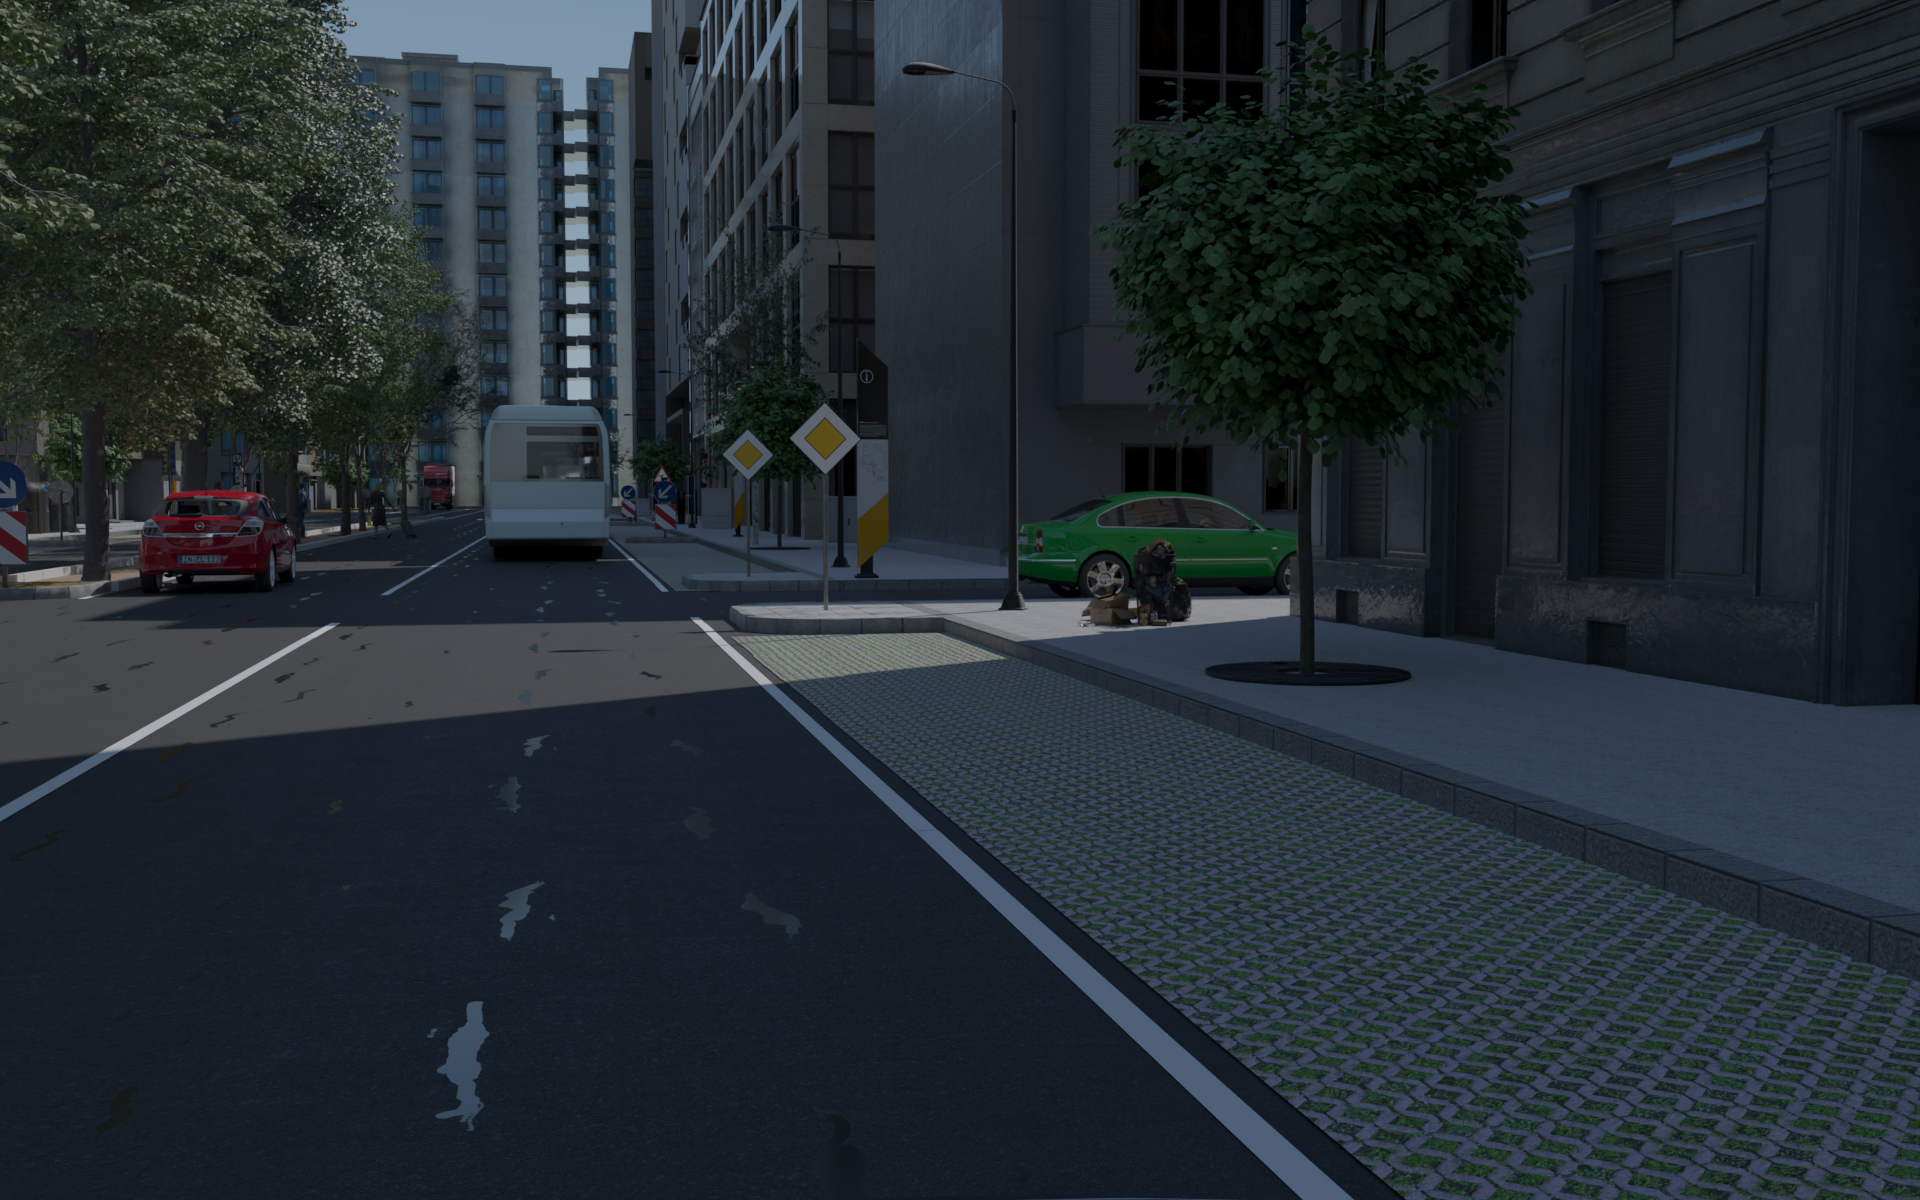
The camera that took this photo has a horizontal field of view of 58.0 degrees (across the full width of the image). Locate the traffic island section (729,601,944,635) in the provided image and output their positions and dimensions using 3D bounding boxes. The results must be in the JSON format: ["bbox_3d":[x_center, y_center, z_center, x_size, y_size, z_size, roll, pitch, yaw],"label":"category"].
[{"bbox_3d":[-1.461,0.193,19.129,2.009,0.180,2.903,-1,4,-13],"label":"traffic island section"}]

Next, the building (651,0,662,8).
[{"bbox_3d":[-17.308,-29.936,139.561,14.600,45.320,14.200,-1,4,-13],"label":"building"}]

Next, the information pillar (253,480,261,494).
[{"bbox_3d":[-37.168,-5.330,91.642,0.304,2.012,0.304,-3,4,-38],"label":"information pillar"}]

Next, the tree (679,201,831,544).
[{"bbox_3d":[-5.258,-5.741,44.233,4.360,8.622,3.978,0,3,0],"label":"tree"}]

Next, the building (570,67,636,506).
[{"bbox_3d":[-28.003,-35.303,196.808,30.456,49.044,23.786,-1,4,-13],"label":"building"}]

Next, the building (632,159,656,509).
[{"bbox_3d":[-21.865,-23.349,153.463,14.160,30.474,14.107,-1,4,-13],"label":"building"}]

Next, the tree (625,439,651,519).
[{"bbox_3d":[-15.597,-6.494,89.897,4.285,4.588,4.351,0,3,0],"label":"tree"}]

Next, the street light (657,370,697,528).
[{"bbox_3d":[-10.628,-5.657,65.029,1.470,5.913,1.316,-1,4,-13],"label":"street light"}]

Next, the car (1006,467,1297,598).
[{"bbox_3d":[3.006,-0.900,23.509,4.718,1.807,1.959,-1,4,-13],"label":"car"}]

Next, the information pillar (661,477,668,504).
[{"bbox_3d":[-12.748,-4.300,74.795,0.304,2.012,0.304,0,4,-8],"label":"information pillar"}]

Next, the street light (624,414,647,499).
[{"bbox_3d":[-18.748,-7.817,100.351,1.470,5.913,1.316,-1,4,-13],"label":"street light"}]

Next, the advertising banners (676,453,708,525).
[{"bbox_3d":[-11.360,-4.734,73.592,0.090,3.025,2.074,2,4,32],"label":"advertising banners"}]

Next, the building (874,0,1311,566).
[{"bbox_3d":[14.025,-13.422,38.522,30.058,24.678,14.314,-1,4,-13],"label":"building"}]

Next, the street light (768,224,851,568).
[{"bbox_3d":[-2.618,-3.519,30.073,1.470,5.913,1.316,-1,4,-13],"label":"street light"}]

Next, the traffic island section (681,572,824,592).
[{"bbox_3d":[-3.260,-0.283,26.909,2.009,0.180,2.903,-1,4,-13],"label":"traffic island section"}]

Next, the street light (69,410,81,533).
[{"bbox_3d":[-28.810,-5.187,57.349,1.470,5.913,1.316,-1,4,-13],"label":"street light"}]

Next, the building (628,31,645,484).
[{"bbox_3d":[-24.513,-31.633,167.318,14.600,45.320,14.200,-1,4,-13],"label":"building"}]

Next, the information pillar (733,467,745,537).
[{"bbox_3d":[-6.622,-3.703,51.904,0.183,3.616,0.504,-3,4,-36],"label":"information pillar"}]

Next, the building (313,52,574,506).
[{"bbox_3d":[-57.937,-34.953,191.086,30.456,49.044,23.786,-1,4,-13],"label":"building"}]

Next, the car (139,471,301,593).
[{"bbox_3d":[-11.342,-1.077,26.646,2.155,1.783,4.494,-1,4,-15],"label":"car"}]

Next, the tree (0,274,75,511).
[{"bbox_3d":[-28.966,-6.282,53.075,4.737,8.622,4.395,0,3,0],"label":"tree"}]

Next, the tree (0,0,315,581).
[{"bbox_3d":[-13.490,-6.489,26.679,7.486,12.596,7.792,0,3,0],"label":"tree"}]

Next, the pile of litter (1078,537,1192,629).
[{"bbox_3d":[1.700,-0.204,17.300,1.176,0.858,1.719,3,5,41],"label":"pile of litter"}]

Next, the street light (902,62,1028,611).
[{"bbox_3d":[0.062,-2.838,18.936,1.470,5.913,1.316,-1,4,-13],"label":"street light"}]

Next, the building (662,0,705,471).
[{"bbox_3d":[-6.307,-32.494,120.512,28.713,52.752,27.495,-1,4,-13],"label":"building"}]

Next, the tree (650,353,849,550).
[{"bbox_3d":[-4.141,-3.452,40.154,4.285,4.588,4.351,0,3,0],"label":"tree"}]

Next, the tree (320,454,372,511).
[{"bbox_3d":[-49.789,-9.657,141.610,4.285,4.588,4.351,0,3,0],"label":"tree"}]

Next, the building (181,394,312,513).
[{"bbox_3d":[-56.934,-16.020,106.965,27.650,21.520,28.899,-1,4,-13],"label":"building"}]

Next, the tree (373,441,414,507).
[{"bbox_3d":[-56.110,-13.535,171.662,4.360,8.622,3.978,0,3,0],"label":"tree"}]

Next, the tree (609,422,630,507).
[{"bbox_3d":[-35.609,-13.821,176.331,4.360,8.622,3.978,0,3,0],"label":"tree"}]

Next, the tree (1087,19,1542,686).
[{"bbox_3d":[2.515,-1.742,12.198,4.285,4.588,4.351,0,3,0],"label":"tree"}]

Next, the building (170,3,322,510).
[{"bbox_3d":[-56.028,-29.261,128.522,14.600,45.320,14.200,-1,4,-13],"label":"building"}]

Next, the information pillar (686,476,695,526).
[{"bbox_3d":[-10.998,-4.050,70.710,0.304,2.012,0.304,-1,4,-23],"label":"information pillar"}]

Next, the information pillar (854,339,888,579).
[{"bbox_3d":[-1.344,-2.139,26.322,0.504,3.616,0.183,-1,4,-17],"label":"information pillar"}]

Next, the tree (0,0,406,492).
[{"bbox_3d":[-16.003,-7.750,35.831,9.857,13.997,8.962,0,3,0],"label":"tree"}]

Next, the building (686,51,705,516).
[{"bbox_3d":[-7.644,-16.768,92.172,12.078,24.808,19.932,-1,4,-13],"label":"building"}]

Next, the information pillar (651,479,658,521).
[{"bbox_3d":[-14.519,-4.764,82.378,0.304,2.012,0.304,-1,4,-19],"label":"information pillar"}]

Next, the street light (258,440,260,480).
[{"bbox_3d":[-36.997,-7.358,92.846,1.470,5.913,1.316,-1,4,-13],"label":"street light"}]

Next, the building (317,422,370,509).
[{"bbox_3d":[-69.990,-51.316,151.683,31.000,86.520,22.319,-1,4,-13],"label":"building"}]

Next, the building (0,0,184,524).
[{"bbox_3d":[-42.954,-18.558,75.130,14.160,30.474,14.107,-1,4,-13],"label":"building"}]

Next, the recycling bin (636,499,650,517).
[{"bbox_3d":[-17.921,-5.220,97.902,0.722,1.027,0.722,-1,4,-17],"label":"recycling bin"}]

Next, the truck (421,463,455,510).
[{"bbox_3d":[-48.391,-10.524,160.976,2.839,4.237,11.283,-1,4,-14],"label":"truck"}]

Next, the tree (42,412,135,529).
[{"bbox_3d":[-32.001,-4.885,63.583,4.285,4.588,4.351,0,3,0],"label":"tree"}]

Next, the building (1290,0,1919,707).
[{"bbox_3d":[10.053,-9.840,10.040,9.793,20.994,18.267,-1,4,-13],"label":"building"}]

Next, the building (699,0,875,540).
[{"bbox_3d":[1.181,-16.018,66.409,19.350,26.468,34.151,-1,4,-13],"label":"building"}]
